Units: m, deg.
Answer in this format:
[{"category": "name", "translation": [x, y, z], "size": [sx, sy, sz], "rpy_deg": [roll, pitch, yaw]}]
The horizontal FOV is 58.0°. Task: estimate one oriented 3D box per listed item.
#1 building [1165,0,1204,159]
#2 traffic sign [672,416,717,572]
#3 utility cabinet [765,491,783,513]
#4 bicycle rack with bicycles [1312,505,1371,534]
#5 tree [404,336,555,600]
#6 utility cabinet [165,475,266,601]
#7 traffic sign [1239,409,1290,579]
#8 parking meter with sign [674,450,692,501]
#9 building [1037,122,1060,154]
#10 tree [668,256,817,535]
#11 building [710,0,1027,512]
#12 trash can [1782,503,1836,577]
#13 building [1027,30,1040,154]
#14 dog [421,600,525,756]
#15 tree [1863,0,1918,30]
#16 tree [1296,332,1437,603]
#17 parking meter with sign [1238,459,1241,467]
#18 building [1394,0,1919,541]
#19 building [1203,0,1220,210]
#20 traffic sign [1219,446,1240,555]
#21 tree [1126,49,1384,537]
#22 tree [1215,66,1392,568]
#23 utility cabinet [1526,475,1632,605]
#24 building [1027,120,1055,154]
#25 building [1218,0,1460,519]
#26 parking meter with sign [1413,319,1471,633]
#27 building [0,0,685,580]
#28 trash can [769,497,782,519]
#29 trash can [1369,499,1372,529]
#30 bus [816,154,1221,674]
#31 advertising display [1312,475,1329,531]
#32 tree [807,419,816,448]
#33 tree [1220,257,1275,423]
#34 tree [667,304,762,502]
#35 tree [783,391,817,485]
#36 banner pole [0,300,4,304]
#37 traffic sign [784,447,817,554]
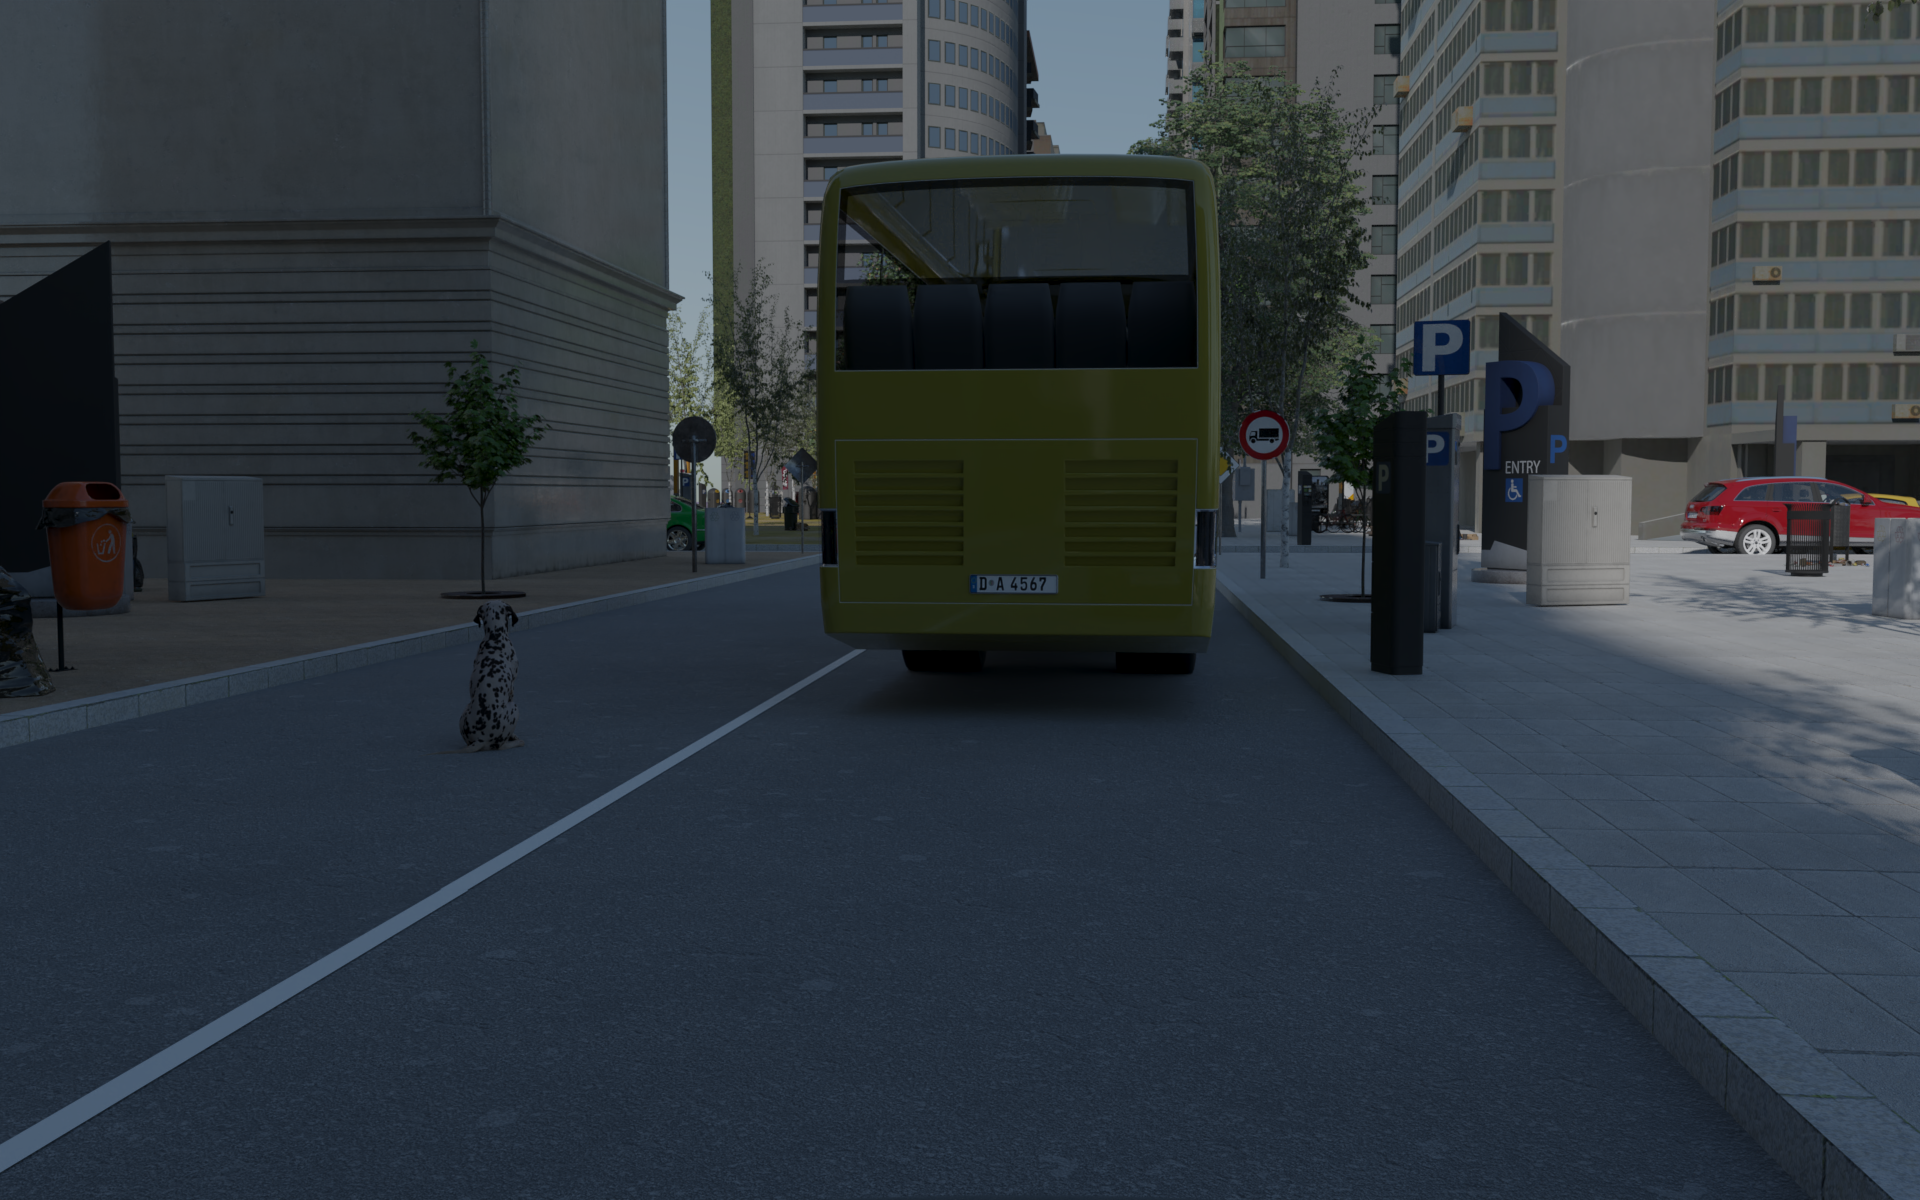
[{"category": "building", "translation": [29.375, -32.628, 153.068], "size": [23.786, 49.044, 30.456], "rpy_deg": [0, 4, 5]}, {"category": "traffic sign", "translation": [-4.350, -1.725, 28.315], "size": [0.768, 2.556, 0.104], "rpy_deg": [1, 4, 12]}, {"category": "utility cabinet", "translation": [-12.231, -6.436, 113.912], "size": [1.173, 1.500, 0.318], "rpy_deg": [0, 4, -5]}, {"category": "bicycle rack with bicycles", "translation": [12.717, -2.692, 57.404], "size": [2.925, 0.926, 2.852], "rpy_deg": [0, 4, -6]}, {"category": "tree", "translation": [-6.071, -1.644, 21.477], "size": [1.663, 3.219, 1.824], "rpy_deg": [0, 3, 0]}, {"category": "utility cabinet", "translation": [-8.989, -0.751, 20.958], "size": [0.318, 1.500, 1.173], "rpy_deg": [2, 4, 27]}, {"category": "traffic sign", "translation": [4.595, -1.596, 26.194], "size": [0.768, 2.556, 0.104], "rpy_deg": [1, 4, 14]}, {"category": "parking meter with sign", "translation": [-9.616, -3.981, 61.344], "size": [0.543, 3.016, 1.738], "rpy_deg": [0, 4, 7]}, {"category": "building", "translation": [2.769, -37.082, 229.987], "size": [21.300, 48.544, 21.600], "rpy_deg": [0, 4, 5]}, {"category": "tree", "translation": [-6.191, -6.315, 53.609], "size": [4.360, 8.622, 3.978], "rpy_deg": [0, 3, 0]}, {"category": "building", "translation": [-6.116, -36.221, 134.211], "size": [21.231, 58.520, 28.212], "rpy_deg": [0, 4, 5]}, {"category": "trash can", "translation": [13.189, -0.935, 26.944], "size": [0.748, 1.137, 0.748], "rpy_deg": [0, 3, 0]}, {"category": "building", "translation": [-3.956, -31.098, 163.081], "size": [22.147, 44.769, 28.867], "rpy_deg": [0, 4, 5]}, {"category": "dog", "translation": [-2.751, 0.432, 9.773], "size": [0.513, 0.831, 0.800], "rpy_deg": [2, 4, 35]}, {"category": "tree", "translation": [7.831, -3.726, 11.286], "size": [4.360, 8.622, 3.978], "rpy_deg": [0, 3, 0]}, {"category": "tree", "translation": [4.797, -1.609, 20.905], "size": [1.663, 3.219, 1.824], "rpy_deg": [0, 3, 0]}, {"category": "parking meter with sign", "translation": [12.982, -5.471, 85.714], "size": [1.738, 3.016, 0.543], "rpy_deg": [1, 4, 16]}, {"category": "building", "translation": [28.660, -22.521, 60.106], "size": [23.993, 40.220, 32.217], "rpy_deg": [0, 4, 5]}, {"category": "building", "translation": [26.383, -42.130, 127.076], "size": [20.563, 71.187, 20.611], "rpy_deg": [0, 4, 5]}, {"category": "traffic sign", "translation": [5.465, -2.001, 36.364], "size": [0.795, 2.450, 0.064], "rpy_deg": [0, 4, 5]}, {"category": "tree", "translation": [7.994, -8.853, 51.403], "size": [9.857, 13.997, 8.962], "rpy_deg": [0, 3, 0]}, {"category": "tree", "translation": [5.588, -4.885, 30.232], "size": [4.360, 8.622, 3.978], "rpy_deg": [0, 3, 0]}, {"category": "utility cabinet", "translation": [7.107, -0.684, 19.867], "size": [1.173, 1.500, 0.318], "rpy_deg": [-1, 4, -16]}, {"category": "building", "translation": [4.446, -34.356, 211.831], "size": [14.600, 45.320, 14.200], "rpy_deg": [0, 4, 5]}, {"category": "building", "translation": [21.159, -19.798, 95.402], "size": [14.160, 30.474, 14.107], "rpy_deg": [0, 4, 5]}, {"category": "parking meter with sign", "translation": [4.549, -1.250, 16.694], "size": [0.543, 3.016, 1.738], "rpy_deg": [1, 4, 20]}, {"category": "building", "translation": [-16.212, -11.919, 31.032], "size": [21.152, 22.565, 11.583], "rpy_deg": [0, 4, 5]}, {"category": "trash can", "translation": [-9.547, -4.762, 89.512], "size": [0.748, 1.137, 0.748], "rpy_deg": [0, 3, 0]}, {"category": "trash can", "translation": [13.353, -2.652, 55.015], "size": [0.748, 1.137, 0.748], "rpy_deg": [0, 3, 0]}, {"category": "bus", "translation": [1.067, -1.541, 16.734], "size": [2.896, 3.916, 12.252], "rpy_deg": [0, 4, 7]}, {"category": "advertising display", "translation": [12.318, -3.361, 60.161], "size": [0.974, 1.923, 0.123], "rpy_deg": [2, 4, 25]}, {"category": "tree", "translation": [-1.292, -9.283, 68.790], "size": [9.611, 12.733, 9.660], "rpy_deg": [0, 3, 0]}, {"category": "tree", "translation": [9.081, -8.769, 69.135], "size": [9.928, 11.665, 9.643], "rpy_deg": [0, 3, 0]}, {"category": "tree", "translation": [-10.258, -7.103, 66.490], "size": [4.737, 8.622, 4.395], "rpy_deg": [0, 3, 0]}, {"category": "tree", "translation": [-10.089, -10.198, 117.107], "size": [4.737, 8.622, 4.395], "rpy_deg": [0, 3, 0]}, {"category": "banner pole", "translation": [-12.486, -1.972, 22.258], "size": [0.401, 3.779, 0.863], "rpy_deg": [2, 4, 26]}, {"category": "traffic sign", "translation": [-3.387, -2.054, 37.224], "size": [0.795, 2.450, 0.064], "rpy_deg": [0, 4, 5]}]
